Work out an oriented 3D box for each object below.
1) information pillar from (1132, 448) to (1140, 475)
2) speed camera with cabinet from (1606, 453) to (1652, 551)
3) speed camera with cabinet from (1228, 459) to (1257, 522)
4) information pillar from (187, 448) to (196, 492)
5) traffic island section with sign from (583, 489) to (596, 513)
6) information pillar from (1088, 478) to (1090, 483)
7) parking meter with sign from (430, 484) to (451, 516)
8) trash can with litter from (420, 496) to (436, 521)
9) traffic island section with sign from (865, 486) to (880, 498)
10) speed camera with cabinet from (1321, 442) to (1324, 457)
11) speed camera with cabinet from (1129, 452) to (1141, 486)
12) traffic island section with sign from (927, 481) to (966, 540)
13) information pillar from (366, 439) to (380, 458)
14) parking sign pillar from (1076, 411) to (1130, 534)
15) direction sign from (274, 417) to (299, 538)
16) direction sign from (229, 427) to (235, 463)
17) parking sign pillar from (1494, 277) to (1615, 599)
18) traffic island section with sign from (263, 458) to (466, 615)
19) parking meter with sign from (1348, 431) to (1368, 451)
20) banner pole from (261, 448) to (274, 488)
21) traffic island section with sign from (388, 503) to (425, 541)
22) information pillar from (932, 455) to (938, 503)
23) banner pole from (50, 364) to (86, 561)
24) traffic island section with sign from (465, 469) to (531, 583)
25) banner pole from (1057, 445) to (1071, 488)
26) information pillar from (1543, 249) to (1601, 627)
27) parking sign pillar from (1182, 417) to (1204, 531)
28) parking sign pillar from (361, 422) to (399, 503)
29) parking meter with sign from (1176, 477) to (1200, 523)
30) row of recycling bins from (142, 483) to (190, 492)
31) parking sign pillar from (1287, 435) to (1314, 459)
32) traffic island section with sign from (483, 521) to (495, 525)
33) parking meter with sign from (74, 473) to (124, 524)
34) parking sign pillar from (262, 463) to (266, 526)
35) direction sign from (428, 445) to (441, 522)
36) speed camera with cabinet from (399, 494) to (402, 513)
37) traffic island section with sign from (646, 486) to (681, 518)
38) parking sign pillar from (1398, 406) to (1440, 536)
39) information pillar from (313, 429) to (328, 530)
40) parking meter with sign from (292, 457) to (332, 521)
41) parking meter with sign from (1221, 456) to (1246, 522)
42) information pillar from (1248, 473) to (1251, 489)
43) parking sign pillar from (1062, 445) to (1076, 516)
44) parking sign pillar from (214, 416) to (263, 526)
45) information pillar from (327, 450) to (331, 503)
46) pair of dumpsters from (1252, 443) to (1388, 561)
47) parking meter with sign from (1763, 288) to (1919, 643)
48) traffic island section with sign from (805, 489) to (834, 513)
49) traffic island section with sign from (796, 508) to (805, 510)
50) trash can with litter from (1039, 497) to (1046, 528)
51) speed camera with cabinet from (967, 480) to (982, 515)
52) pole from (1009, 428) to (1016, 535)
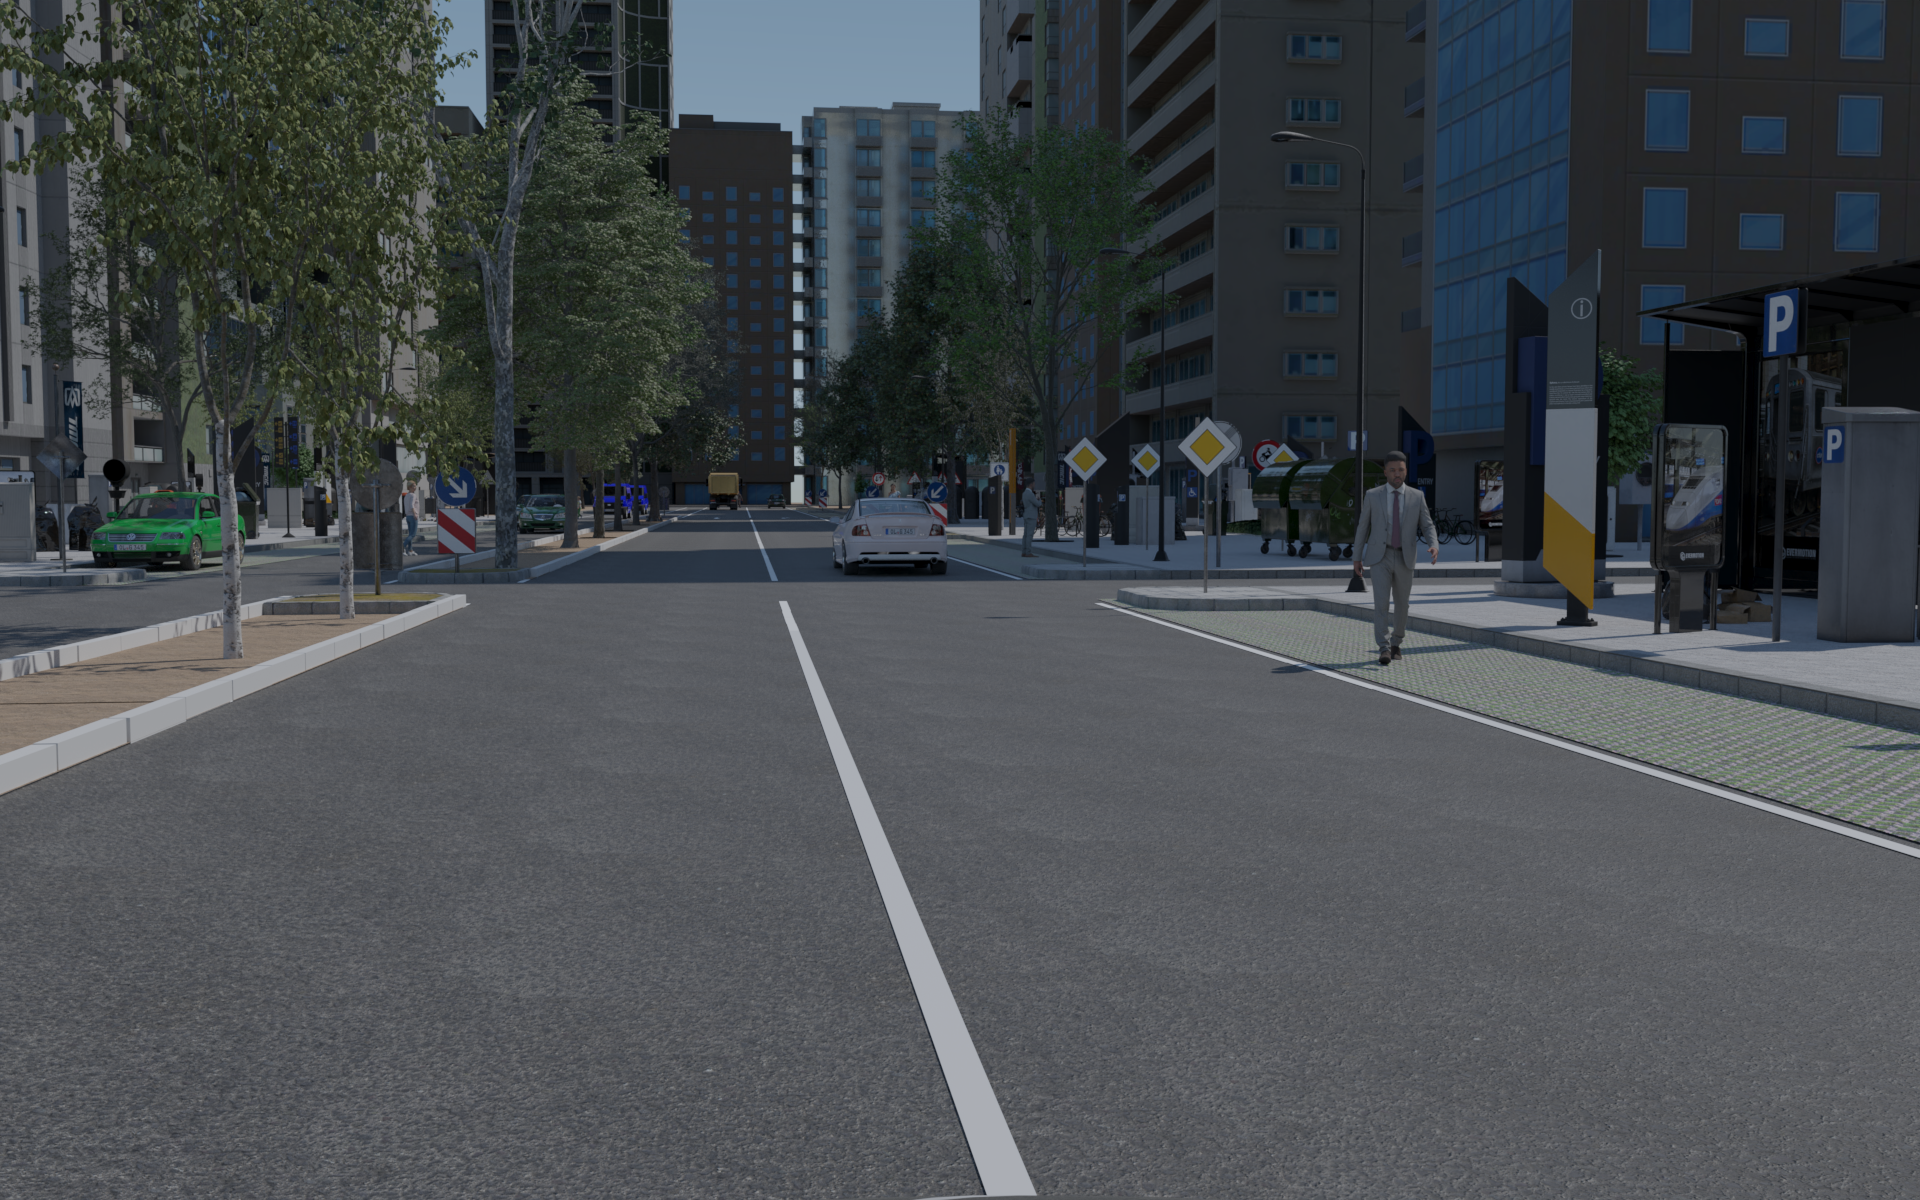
[{"bbox_3d":[8.928,-5.903,87.865,0.504,3.616,0.183,-2,4,-33],"label":"information pillar"},{"bbox_3d":[14.644,-2.726,38.909,2.038,3.252,0.660,-1,4,-11],"label":"speed camera with cabinet"},{"bbox_3d":[9.770,-4.003,59.780,0.660,3.252,2.038,0,4,-4],"label":"speed camera with cabinet"},{"bbox_3d":[-38.946,-5.897,87.767,0.504,3.616,0.183,2,4,28],"label":"information pillar"},{"bbox_3d":[-27.090,-7.386,129.394,1.989,1.847,2.006,0,4,-7],"label":"traffic island section with sign"},{"bbox_3d":[6.094,-4.630,80.186,0.304,2.012,0.304,0,4,7],"label":"information pillar"},{"bbox_3d":[-30.650,-6.432,101.419,1.738,3.016,0.543,-3,5,-40],"label":"parking meter with sign"},{"bbox_3d":[-24.692,-4.341,82.036,2.233,1.210,1.678,-1,4,-9],"label":"trash can with litter"},{"bbox_3d":[-4.291,-4.479,81.852,1.989,1.847,2.006,0,4,-7],"label":"traffic island section with sign"},{"bbox_3d":[14.384,-4.405,66.365,2.038,3.252,0.660,-1,4,-19],"label":"speed camera with cabinet"},{"bbox_3d":[7.384,-5.290,80.829,2.038,3.252,0.660,2,4,26],"label":"speed camera with cabinet"},{"bbox_3d":[-0.914,-2.843,55.108,1.989,1.847,2.006,0,4,-7],"label":"traffic island section with sign"},{"bbox_3d":[-20.892,-4.298,61.626,0.504,3.616,0.183,0,4,-2],"label":"information pillar"},{"bbox_3d":[4.844,-4.134,56.060,1.447,3.967,1.447,-2,4,-31],"label":"parking sign pillar"},{"bbox_3d":[-19.794,-3.606,50.956,0.876,3.537,0.379,1,4,22],"label":"direction sign"},{"bbox_3d":[-24.611,-4.068,58.507,0.379,3.537,0.876,-3,4,-36],"label":"direction sign"},{"bbox_3d":[7.488,-2.035,21.738,1.447,3.967,1.447,-1,4,-21],"label":"parking sign pillar"},{"bbox_3d":[-7.340,-0.812,21.412,2.006,1.907,1.989,0,4,-7],"label":"traffic island section with sign"},{"bbox_3d":[11.295,-3.190,48.412,0.543,3.016,1.738,2,4,26],"label":"parking meter with sign"},{"bbox_3d":[-37.270,-6.326,93.439,0.401,3.779,0.863,3,5,43],"label":"banner pole"},{"bbox_3d":[-17.420,-2.699,52.754,1.989,1.847,2.006,0,4,-7],"label":"traffic island section with sign"},{"bbox_3d":[-1.190,-5.509,81.425,0.183,3.616,0.504,2,4,24],"label":"information pillar"},{"bbox_3d":[-17.334,-2.669,33.660,0.401,3.779,0.863,1,4,18],"label":"banner pole"},{"bbox_3d":[-8.258,-1.262,28.762,2.006,1.907,1.989,0,4,-7],"label":"traffic island section with sign"},{"bbox_3d":[5.397,-6.060,89.096,0.863,3.779,0.401,-1,4,-8],"label":"banner pole"},{"bbox_3d":[5.953,-1.558,16.828,0.504,3.616,0.183,3,4,38],"label":"information pillar"},{"bbox_3d":[8.114,-4.396,60.349,1.447,3.967,1.447,1,4,9],"label":"parking sign pillar"},{"bbox_3d":[-21.680,-4.662,64.694,1.447,3.967,1.447,0,4,-7],"label":"parking sign pillar"},{"bbox_3d":[10.247,-4.944,77.101,1.738,3.016,0.543,-1,4,-20],"label":"parking meter with sign"},{"bbox_3d":[-30.527,-3.627,66.409,1.069,1.692,3.534,-3,5,-44],"label":"row of recycling bins"},{"bbox_3d":[15.312,-5.494,78.296,1.447,3.967,1.447,3,5,41],"label":"parking sign pillar"},{"bbox_3d":[-20.852,-4.357,79.869,1.989,1.847,2.006,0,4,-7],"label":"traffic island section with sign"},{"bbox_3d":[-30.763,-4.019,61.978,1.738,3.016,0.543,-1,4,-11],"label":"parking meter with sign"},{"bbox_3d":[-28.979,-5.002,70.261,1.447,3.967,1.447,-2,4,-35],"label":"parking sign pillar"},{"bbox_3d":[-23.993,-5.350,79.469,0.379,3.537,0.876,3,5,43],"label":"direction sign"},{"bbox_3d":[-27.545,-5.411,82.810,0.660,3.252,2.038,1,4,17],"label":"speed camera with cabinet"},{"bbox_3d":[-17.684,-5.821,103.310,2.006,1.907,1.989,0,4,-7],"label":"traffic island section with sign"},{"bbox_3d":[14.060,-3.965,53.307,1.447,3.967,1.447,-2,4,-34],"label":"parking sign pillar"},{"bbox_3d":[-23.124,-4.346,62.409,0.183,3.616,0.504,0,4,6],"label":"information pillar"},{"bbox_3d":[-30.806,-5.271,82.435,0.543,3.016,1.738,3,5,40],"label":"parking meter with sign"},{"bbox_3d":[12.239,-5.095,79.562,1.738,3.016,0.543,-1,4,-18],"label":"parking meter with sign"},{"bbox_3d":[10.064,-3.472,61.263,0.304,2.012,0.304,-3,5,-42],"label":"information pillar"},{"bbox_3d":[6.310,-6.491,94.603,1.447,3.967,1.447,1,4,23],"label":"parking sign pillar"},{"bbox_3d":[-25.046,-4.367,59.865,1.447,3.967,1.447,-1,4,-20],"label":"parking sign pillar"},{"bbox_3d":[-33.755,-6.186,92.500,0.183,3.616,0.504,1,4,9],"label":"information pillar"},{"bbox_3d":[7.290,-1.988,35.004,1.574,2.255,4.437,0,4,-7],"label":"pair of dumpsters"},{"bbox_3d":[7.920,-1.147,15.015,1.738,3.016,0.543,0,4,-3],"label":"parking meter with sign"},{"bbox_3d":[-10.575,-7.526,131.670,1.989,1.847,2.006,0,4,-7],"label":"traffic island section with sign"},{"bbox_3d":[-14.097,-9.222,159.408,1.989,1.847,2.006,0,4,-7],"label":"traffic island section with sign"},{"bbox_3d":[3.171,-3.276,64.945,0.624,1.170,1.055,0,4,5],"label":"trash can with litter"},{"bbox_3d":[0.789,-6.831,106.025,2.038,3.252,0.660,-1,4,-18],"label":"speed camera with cabinet"},{"bbox_3d":[1.632,-3.674,53.913,0.158,3.312,0.155,0,3,0],"label":"pole"}]
